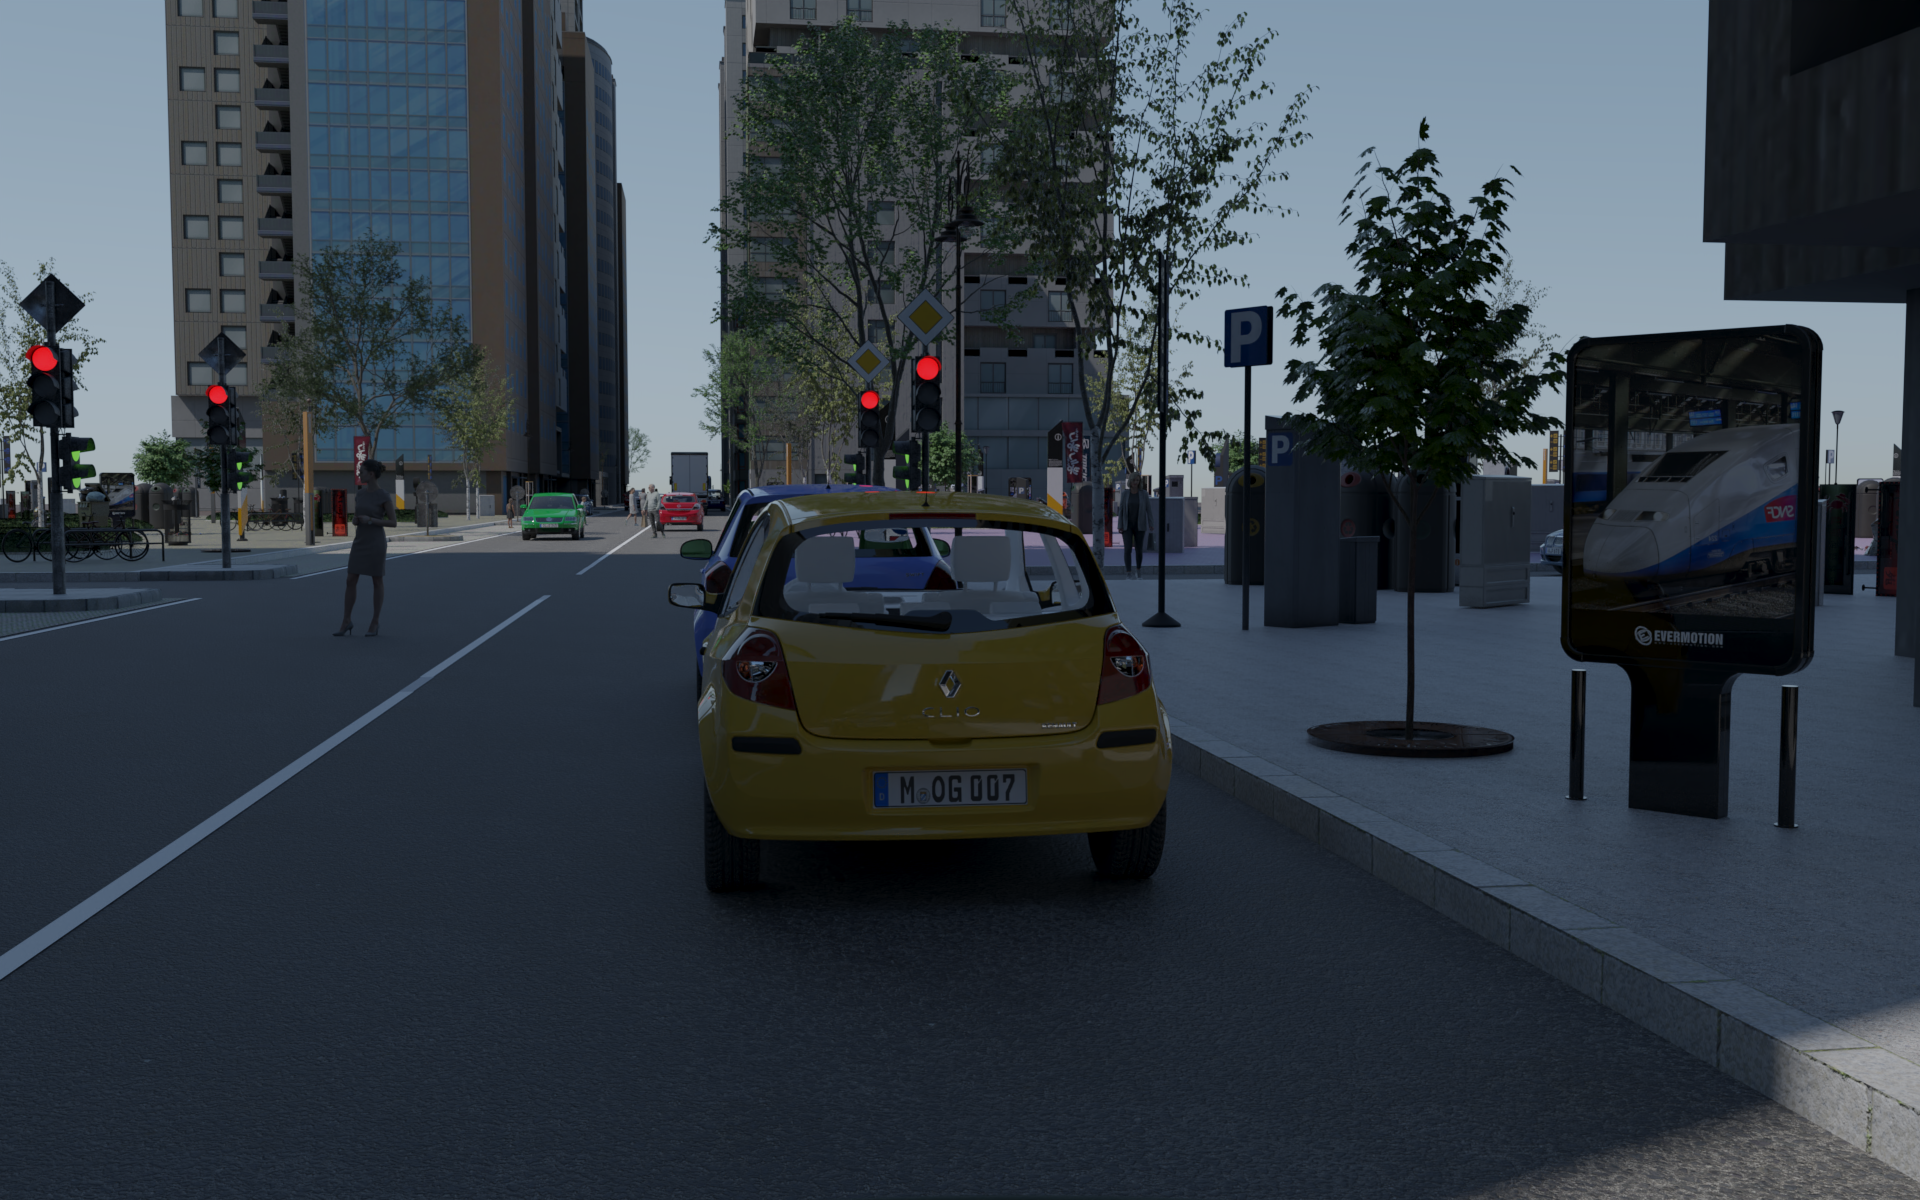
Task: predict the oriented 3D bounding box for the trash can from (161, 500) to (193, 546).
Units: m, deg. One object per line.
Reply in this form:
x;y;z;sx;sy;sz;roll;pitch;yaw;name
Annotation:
-19.488;-1.925;43.134;0.748;1.137;0.748;0;3;0;trash can

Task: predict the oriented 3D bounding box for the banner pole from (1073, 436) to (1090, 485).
4.511;-4.592;65.090;0.863;3.779;0.401;-1;4;-13;banner pole

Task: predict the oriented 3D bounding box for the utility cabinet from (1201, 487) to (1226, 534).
8.207;-2.856;55.380;0.318;1.500;1.173;-2;4;-34;utility cabinet

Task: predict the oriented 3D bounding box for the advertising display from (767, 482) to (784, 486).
-9.932;-5.385;93.263;0.974;1.923;0.123;-2;4;-23;advertising display

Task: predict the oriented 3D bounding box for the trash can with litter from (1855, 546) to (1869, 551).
20.703;-1.796;40.418;1.678;1.210;2.233;3;4;37;trash can with litter

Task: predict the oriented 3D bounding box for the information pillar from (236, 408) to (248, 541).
-19.612;-3.421;47.295;0.183;3.616;0.504;0;4;-2;information pillar

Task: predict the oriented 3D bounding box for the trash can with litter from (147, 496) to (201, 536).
-24.658;-2.637;54.164;1.678;1.210;2.233;-1;4;-17;trash can with litter

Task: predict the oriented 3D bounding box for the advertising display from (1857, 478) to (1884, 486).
36.819;-3.970;70.119;0.974;1.923;0.123;1;4;13;advertising display

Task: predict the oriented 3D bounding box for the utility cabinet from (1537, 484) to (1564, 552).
12.798;-1.779;37.772;1.173;1.500;0.318;2;4;23;utility cabinet

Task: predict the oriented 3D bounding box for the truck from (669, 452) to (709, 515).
-18.819;-8.046;120.464;2.839;4.237;11.283;-1;4;-9;truck

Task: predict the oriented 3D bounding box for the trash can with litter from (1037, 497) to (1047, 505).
3.469;-3.476;68.228;1.055;1.170;0.624;-1;4;-9;trash can with litter

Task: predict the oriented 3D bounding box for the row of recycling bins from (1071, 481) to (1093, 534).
4.184;-3.037;56.761;1.069;1.692;3.534;0;4;6;row of recycling bins

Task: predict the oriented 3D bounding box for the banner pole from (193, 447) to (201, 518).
-40.901;-6.293;92.914;0.401;3.779;0.863;0;4;-1;banner pole

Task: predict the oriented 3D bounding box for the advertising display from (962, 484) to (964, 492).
-0.229;-5.542;95.827;0.974;1.923;0.123;-2;4;-27;advertising display

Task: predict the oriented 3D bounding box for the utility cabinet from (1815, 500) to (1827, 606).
9.474;-0.550;20.148;1.020;1.237;0.306;3;4;36;utility cabinet

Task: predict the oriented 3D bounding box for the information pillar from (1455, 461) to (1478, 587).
6.986;-1.198;24.078;0.304;2.012;0.304;3;5;39;information pillar

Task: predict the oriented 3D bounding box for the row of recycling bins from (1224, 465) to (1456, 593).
5.168;-1.021;23.801;3.534;1.692;1.069;3;5;44;row of recycling bins

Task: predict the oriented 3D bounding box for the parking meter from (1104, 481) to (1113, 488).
6.654;-4.421;77.999;0.399;1.863;0.255;3;5;43;parking meter

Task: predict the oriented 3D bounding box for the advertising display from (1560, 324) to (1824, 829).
2.893;-0.105;6.925;0.123;1.923;0.974;-3;5;-44;advertising display

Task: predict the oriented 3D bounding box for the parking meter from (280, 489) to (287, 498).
-37.516;-5.360;96.040;0.372;1.533;0.369;0;3;0;parking meter

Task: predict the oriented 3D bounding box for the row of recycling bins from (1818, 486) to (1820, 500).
43.827;-5.208;92.258;3.534;1.692;1.069;2;4;25;row of recycling bins

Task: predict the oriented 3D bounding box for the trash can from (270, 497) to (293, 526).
-27.070;-3.503;68.923;0.748;1.137;0.748;0;3;0;trash can

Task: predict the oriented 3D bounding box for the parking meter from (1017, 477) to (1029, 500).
2.153;-3.277;59.293;0.399;1.863;0.255;1;4;22;parking meter

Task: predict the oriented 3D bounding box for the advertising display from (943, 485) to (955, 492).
-0.554;-5.459;94.464;0.123;1.923;0.974;-3;5;-41;advertising display

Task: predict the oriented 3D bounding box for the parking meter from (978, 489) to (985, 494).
0.946;-4.373;79.904;0.372;1.533;0.369;0;3;0;parking meter

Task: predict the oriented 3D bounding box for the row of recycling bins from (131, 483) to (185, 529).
-30.588;-3.494;64.232;3.534;1.692;1.069;1;4;23;row of recycling bins

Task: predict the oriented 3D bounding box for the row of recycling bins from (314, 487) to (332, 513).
-36.142;-5.556;97.948;1.069;1.692;3.534;-1;4;-12;row of recycling bins

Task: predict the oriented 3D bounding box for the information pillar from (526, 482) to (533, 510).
-25.388;-5.975;102.175;0.304;2.012;0.304;-3;5;-42;information pillar

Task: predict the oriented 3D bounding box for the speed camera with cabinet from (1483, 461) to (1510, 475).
13.930;-3.122;45.377;0.660;3.252;2.038;2;4;28;speed camera with cabinet

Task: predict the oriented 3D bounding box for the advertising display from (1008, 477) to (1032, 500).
2.326;-3.785;67.106;0.974;1.923;0.123;-2;4;-27;advertising display

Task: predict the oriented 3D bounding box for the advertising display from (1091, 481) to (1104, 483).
6.517;-4.629;80.895;0.974;1.923;0.123;3;5;41;advertising display

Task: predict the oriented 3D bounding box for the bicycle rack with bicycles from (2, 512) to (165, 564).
-16.661;-1.203;33.053;2.925;0.926;2.852;-3;5;-43;bicycle rack with bicycles

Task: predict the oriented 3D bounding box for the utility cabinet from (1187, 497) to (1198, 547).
5.248;-1.888;42.036;1.020;1.237;0.306;-1;4;-17;utility cabinet

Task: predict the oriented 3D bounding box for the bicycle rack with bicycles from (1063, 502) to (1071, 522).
4.788;-3.934;77.704;2.925;0.926;2.852;0;4;-7;bicycle rack with bicycles

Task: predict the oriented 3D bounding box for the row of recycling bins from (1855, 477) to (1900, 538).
27.585;-2.601;49.635;3.534;1.692;1.069;3;4;36;row of recycling bins

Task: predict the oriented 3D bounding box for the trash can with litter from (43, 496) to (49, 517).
-44.090;-4.438;83.611;1.678;1.210;2.233;-1;4;-15;trash can with litter

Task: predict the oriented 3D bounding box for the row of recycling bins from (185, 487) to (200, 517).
-44.095;-5.523;97.406;3.534;1.692;1.069;2;4;30;row of recycling bins

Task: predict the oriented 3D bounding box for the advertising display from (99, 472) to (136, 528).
-25.062;-2.833;51.532;0.123;1.923;0.974;3;5;45;advertising display

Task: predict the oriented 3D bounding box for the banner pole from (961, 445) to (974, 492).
0.261;-5.403;78.354;0.863;3.779;0.401;-1;4;-11;banner pole

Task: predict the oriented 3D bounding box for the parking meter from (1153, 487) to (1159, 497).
6.221;-2.802;54.221;0.372;1.533;0.369;0;3;0;parking meter

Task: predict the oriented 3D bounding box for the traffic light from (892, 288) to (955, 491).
-0.494;-2.131;23.771;0.839;4.253;0.868;-1;4;-9;traffic light

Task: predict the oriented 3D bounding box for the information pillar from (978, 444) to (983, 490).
0.968;-5.493;81.161;0.183;3.616;0.504;-1;4;-21;information pillar

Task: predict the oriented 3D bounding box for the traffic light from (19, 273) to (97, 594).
-11.527;-2.029;22.087;0.839;4.253;0.868;-1;4;-9;traffic light

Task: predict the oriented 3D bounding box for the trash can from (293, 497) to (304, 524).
-28.316;-3.841;74.448;0.748;1.137;0.748;0;3;0;trash can

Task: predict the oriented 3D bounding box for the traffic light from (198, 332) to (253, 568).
-12.725;-2.511;29.982;0.839;4.253;0.868;-1;4;-9;traffic light

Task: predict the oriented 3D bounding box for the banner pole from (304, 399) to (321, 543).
-17.148;-3.406;45.700;0.401;3.779;0.863;-2;4;-25;banner pole

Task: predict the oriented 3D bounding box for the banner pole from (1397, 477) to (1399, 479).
19.524;-5.271;76.201;0.863;3.779;0.401;-2;4;-33;banner pole

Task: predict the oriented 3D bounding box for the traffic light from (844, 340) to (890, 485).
-1.692;-2.614;31.666;0.839;4.253;0.868;-1;4;-9;traffic light

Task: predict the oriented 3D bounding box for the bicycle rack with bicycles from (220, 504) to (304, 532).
-24.257;-2.878;60.442;2.925;0.926;2.852;-2;4;-29;bicycle rack with bicycles

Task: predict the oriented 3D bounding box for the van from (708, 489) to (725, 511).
-21.259;-8.711;149.441;2.013;2.044;4.112;-1;4;-9;van

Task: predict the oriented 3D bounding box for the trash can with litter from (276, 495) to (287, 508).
-35.179;-4.884;90.917;2.233;1.210;1.678;-1;4;-22;trash can with litter

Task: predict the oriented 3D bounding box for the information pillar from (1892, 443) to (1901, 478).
43.294;-5.421;79.992;0.183;3.616;0.504;-2;4;-30;information pillar

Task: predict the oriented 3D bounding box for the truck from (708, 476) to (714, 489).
-36.881;-15.794;247.997;2.967;4.110;18.799;0;4;-7;truck

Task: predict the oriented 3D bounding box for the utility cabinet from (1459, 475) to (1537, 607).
6.129;-0.678;19.768;0.318;1.500;1.173;3;5;43;utility cabinet

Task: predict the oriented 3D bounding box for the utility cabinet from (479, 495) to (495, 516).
-27.661;-5.500;101.083;0.306;1.237;1.020;3;5;39;utility cabinet

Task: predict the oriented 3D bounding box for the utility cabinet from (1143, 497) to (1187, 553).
4.392;-1.640;37.970;1.020;1.237;0.306;1;4;16;utility cabinet

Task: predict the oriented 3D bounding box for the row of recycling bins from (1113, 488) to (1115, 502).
9.769;-6.164;107.889;1.069;1.692;3.534;-1;4;-16;row of recycling bins
